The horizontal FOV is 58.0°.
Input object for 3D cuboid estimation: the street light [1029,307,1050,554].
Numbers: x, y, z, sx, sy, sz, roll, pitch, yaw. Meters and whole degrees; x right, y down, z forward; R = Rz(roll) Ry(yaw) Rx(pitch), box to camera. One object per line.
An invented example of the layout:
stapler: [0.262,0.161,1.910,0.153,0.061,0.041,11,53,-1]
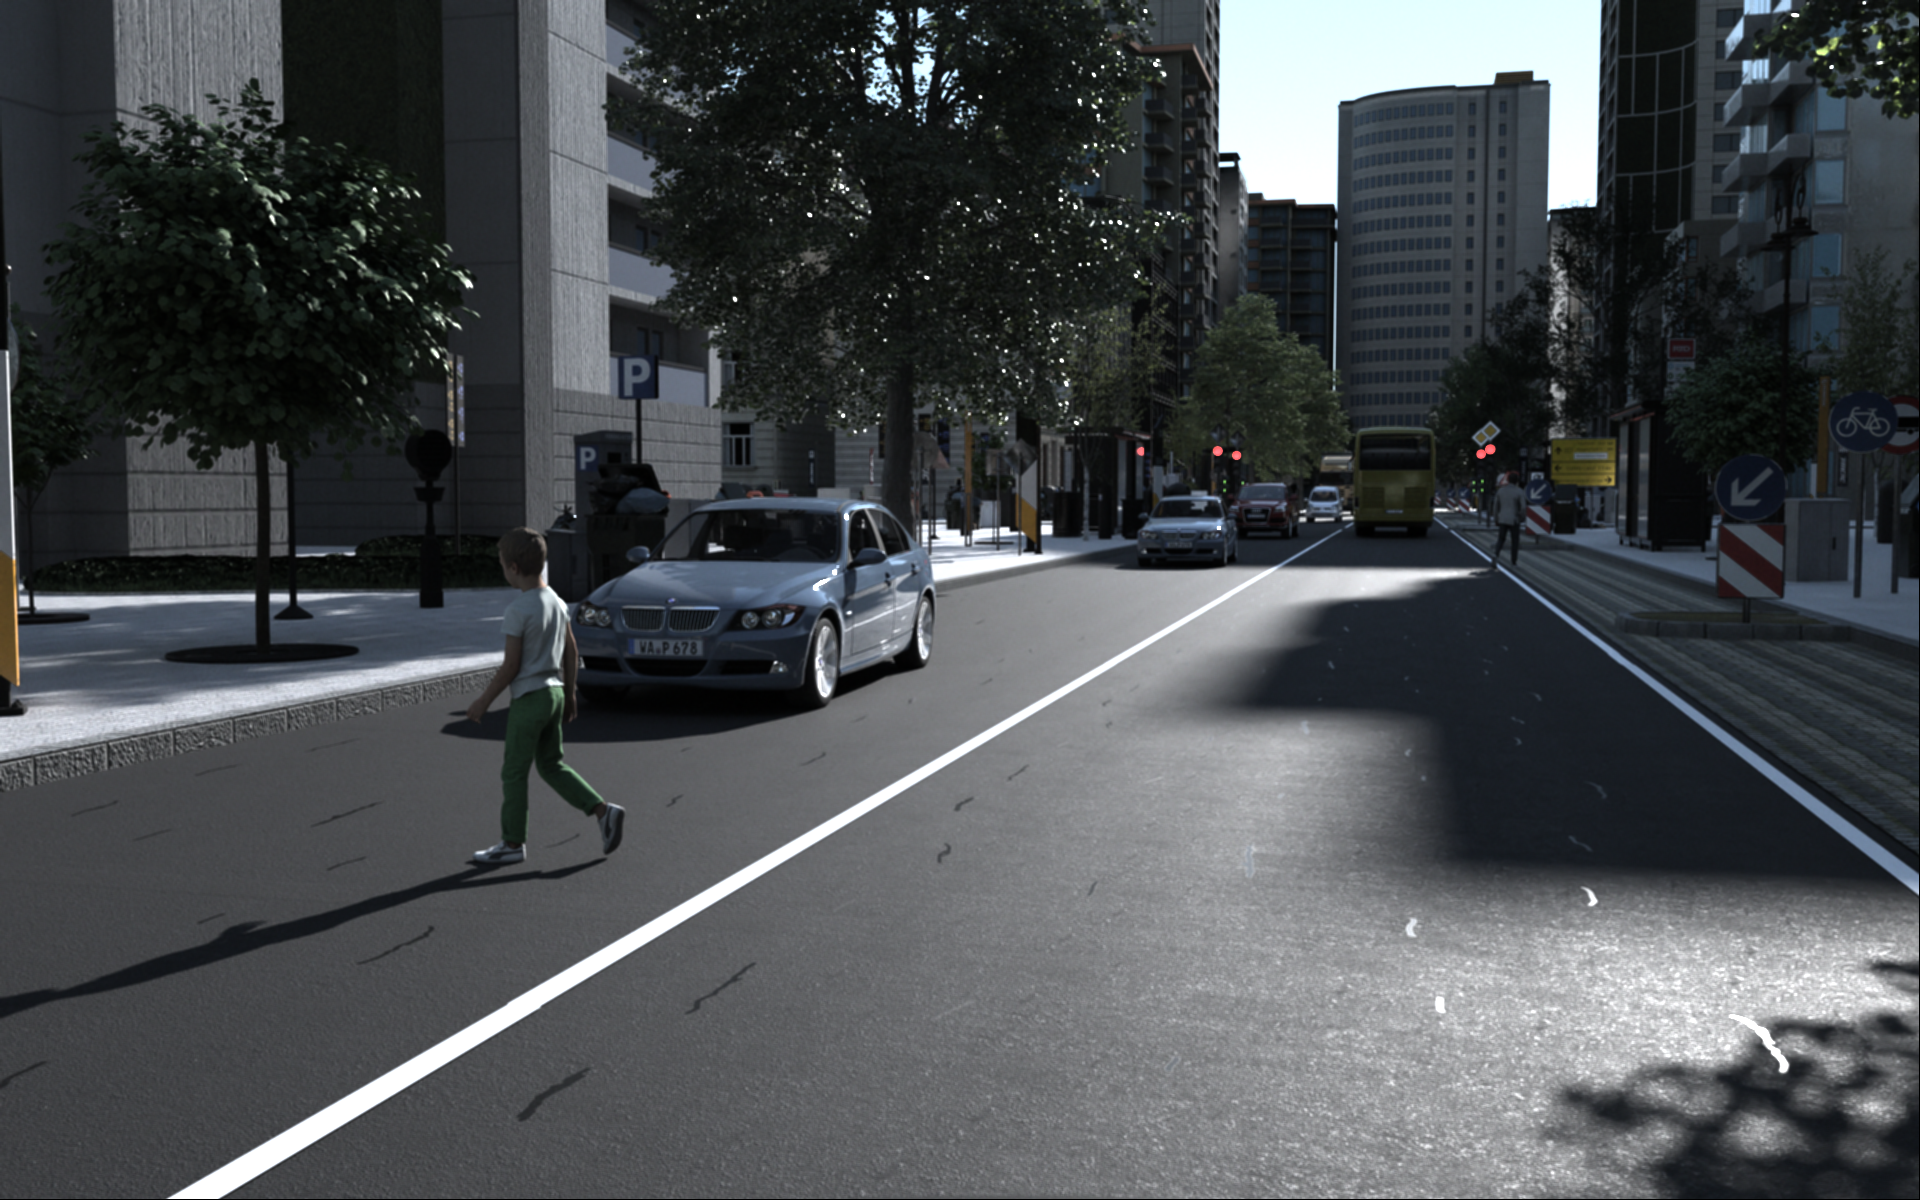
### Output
street light: [1.682,-3.918,36.849,0.468,5.910,1.993,1,4,14]

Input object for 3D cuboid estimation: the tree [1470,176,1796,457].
tree: [19.542,-7.075,50.090,8.767,10.594,7.601,1,4,18]

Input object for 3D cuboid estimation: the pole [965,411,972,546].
pole: [0.201,-2.967,42.360,0.158,3.312,0.155,0,3,0]

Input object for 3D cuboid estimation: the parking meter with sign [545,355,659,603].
parking meter with sign: [-4.366,-1.519,21.097,0.543,3.016,1.738,1,4,23]

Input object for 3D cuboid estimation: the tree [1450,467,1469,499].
tree: [58.591,-15.493,203.677,4.360,8.622,3.978,0,3,0]

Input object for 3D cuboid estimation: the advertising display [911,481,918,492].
advertising display: [-2.437,-4.838,84.309,0.974,1.923,0.123,-1,4,-21]

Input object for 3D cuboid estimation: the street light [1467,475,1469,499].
street light: [42.730,-10.572,145.644,0.468,5.910,1.993,1,4,14]

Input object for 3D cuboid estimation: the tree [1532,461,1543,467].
tree: [47.593,-9.548,139.820,4.285,4.588,4.351,0,3,0]

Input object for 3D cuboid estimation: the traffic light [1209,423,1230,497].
traffic light: [10.266,-4.879,68.698,0.839,4.253,0.868,1,4,14]

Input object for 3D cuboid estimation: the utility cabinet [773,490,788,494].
utility cabinet: [-9.085,-4.789,86.976,0.318,1.500,1.173,2,4,30]

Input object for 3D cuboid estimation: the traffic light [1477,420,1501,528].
traffic light: [20.212,-4.725,66.180,0.839,4.253,0.868,1,4,14]

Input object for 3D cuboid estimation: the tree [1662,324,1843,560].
tree: [15.391,-3.052,33.608,4.285,4.588,4.351,0,3,0]

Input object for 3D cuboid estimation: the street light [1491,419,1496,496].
street light: [32.339,-8.099,105.200,0.468,5.910,1.993,1,4,14]

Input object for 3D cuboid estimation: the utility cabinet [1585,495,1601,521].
utility cabinet: [30.113,-4.389,82.922,1.020,1.237,0.306,0,4,8]

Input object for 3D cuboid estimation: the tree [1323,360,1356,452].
tree: [25.850,-12.992,130.546,7.486,12.596,7.792,0,3,0]

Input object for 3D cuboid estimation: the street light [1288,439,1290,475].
street light: [22.468,-8.895,118.218,0.468,5.910,1.993,1,4,14]

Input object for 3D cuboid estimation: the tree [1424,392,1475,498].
tree: [54.830,-16.757,192.107,7.486,12.596,7.792,0,3,0]

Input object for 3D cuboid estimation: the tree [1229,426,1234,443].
tree: [18.962,-11.257,134.415,4.737,8.622,4.395,0,3,0]

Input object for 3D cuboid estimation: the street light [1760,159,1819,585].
street light: [11.597,-3.154,24.361,0.468,5.910,1.993,1,4,14]

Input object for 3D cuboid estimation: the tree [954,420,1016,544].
tree: [0.885,-3.063,44.676,1.663,3.219,1.824,0,3,0]

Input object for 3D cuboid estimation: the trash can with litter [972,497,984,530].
trash can with litter: [0.505,-3.064,61.486,0.624,1.170,1.055,0,4,6]

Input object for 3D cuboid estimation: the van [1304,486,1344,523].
van: [18.624,-4.980,88.438,2.013,2.044,4.112,1,4,15]

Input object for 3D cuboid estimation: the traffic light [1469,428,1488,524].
traffic light: [22.191,-5.199,73.917,0.839,4.253,0.868,1,4,14]

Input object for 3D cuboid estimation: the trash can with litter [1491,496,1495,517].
trash can with litter: [30.548,-5.365,99.102,0.624,1.170,1.055,1,4,20]

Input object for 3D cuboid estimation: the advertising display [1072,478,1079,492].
advertising display: [4.897,-3.992,70.484,0.123,1.923,0.974,3,5,40]

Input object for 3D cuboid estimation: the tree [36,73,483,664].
tree: [-5.509,-1.827,13.587,4.285,4.588,4.351,0,3,0]

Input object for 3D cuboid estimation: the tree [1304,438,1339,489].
tree: [38.570,-14.263,183.564,4.360,8.622,3.978,0,3,0]

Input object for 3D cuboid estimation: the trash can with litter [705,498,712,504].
trash can with litter: [-6.230,-2.084,45.456,1.055,1.170,0.624,0,4,6]

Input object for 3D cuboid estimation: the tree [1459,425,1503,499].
tree: [51.817,-13.821,176.336,4.737,8.622,4.395,0,3,0]

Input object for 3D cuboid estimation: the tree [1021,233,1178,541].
tree: [3.694,-5.919,47.143,4.360,8.622,3.978,0,3,0]

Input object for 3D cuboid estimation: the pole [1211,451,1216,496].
pole: [12.096,-5.426,82.550,0.158,3.312,0.155,0,3,0]

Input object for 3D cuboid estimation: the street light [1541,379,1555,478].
street light: [22.098,-5.650,65.167,0.468,5.910,1.993,1,4,14]

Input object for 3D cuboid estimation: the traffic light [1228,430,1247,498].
traffic light: [12.244,-5.353,76.435,0.839,4.253,0.868,1,4,14]

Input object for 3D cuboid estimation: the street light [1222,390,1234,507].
street light: [11.916,-6.380,77.096,0.468,5.910,1.993,1,4,14]

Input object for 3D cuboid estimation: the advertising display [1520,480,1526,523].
advertising display: [25.043,-4.394,77.056,0.123,1.923,0.974,1,4,23]

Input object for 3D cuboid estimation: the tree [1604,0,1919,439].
tree: [9.025,-6.309,9.800,9.857,13.997,8.962,0,3,0]

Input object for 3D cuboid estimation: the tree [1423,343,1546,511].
tree: [40.002,-13.143,131.891,9.611,12.733,9.660,0,3,0]

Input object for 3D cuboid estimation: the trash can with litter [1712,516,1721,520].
trash can with litter: [37.684,-4.649,87.066,1.678,1.210,2.233,2,4,27]

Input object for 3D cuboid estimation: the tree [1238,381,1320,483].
tree: [20.075,-9.713,109.163,4.737,8.622,4.395,0,3,0]

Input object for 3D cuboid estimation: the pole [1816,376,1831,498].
pole: [14.964,-2.214,30.044,0.158,3.312,0.155,0,3,0]

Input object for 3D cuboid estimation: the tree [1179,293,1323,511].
tree: [16.199,-11.024,98.369,7.486,12.596,7.792,0,3,0]

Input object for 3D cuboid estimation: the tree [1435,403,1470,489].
tree: [28.810,-9.369,87.599,7.601,10.594,8.767,-2,4,-31]

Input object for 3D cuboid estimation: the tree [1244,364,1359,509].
tree: [29.174,-14.147,148.310,9.611,12.733,9.660,0,3,0]

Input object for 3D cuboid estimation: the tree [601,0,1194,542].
tree: [-0.974,-7.410,27.812,9.857,13.997,8.962,0,3,0]

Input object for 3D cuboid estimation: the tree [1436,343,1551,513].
tree: [35.642,-11.618,115.705,9.928,11.665,9.643,0,3,0]

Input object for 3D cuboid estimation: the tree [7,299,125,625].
tree: [-9.488,-1.392,17.357,1.663,3.219,1.824,0,3,0]
